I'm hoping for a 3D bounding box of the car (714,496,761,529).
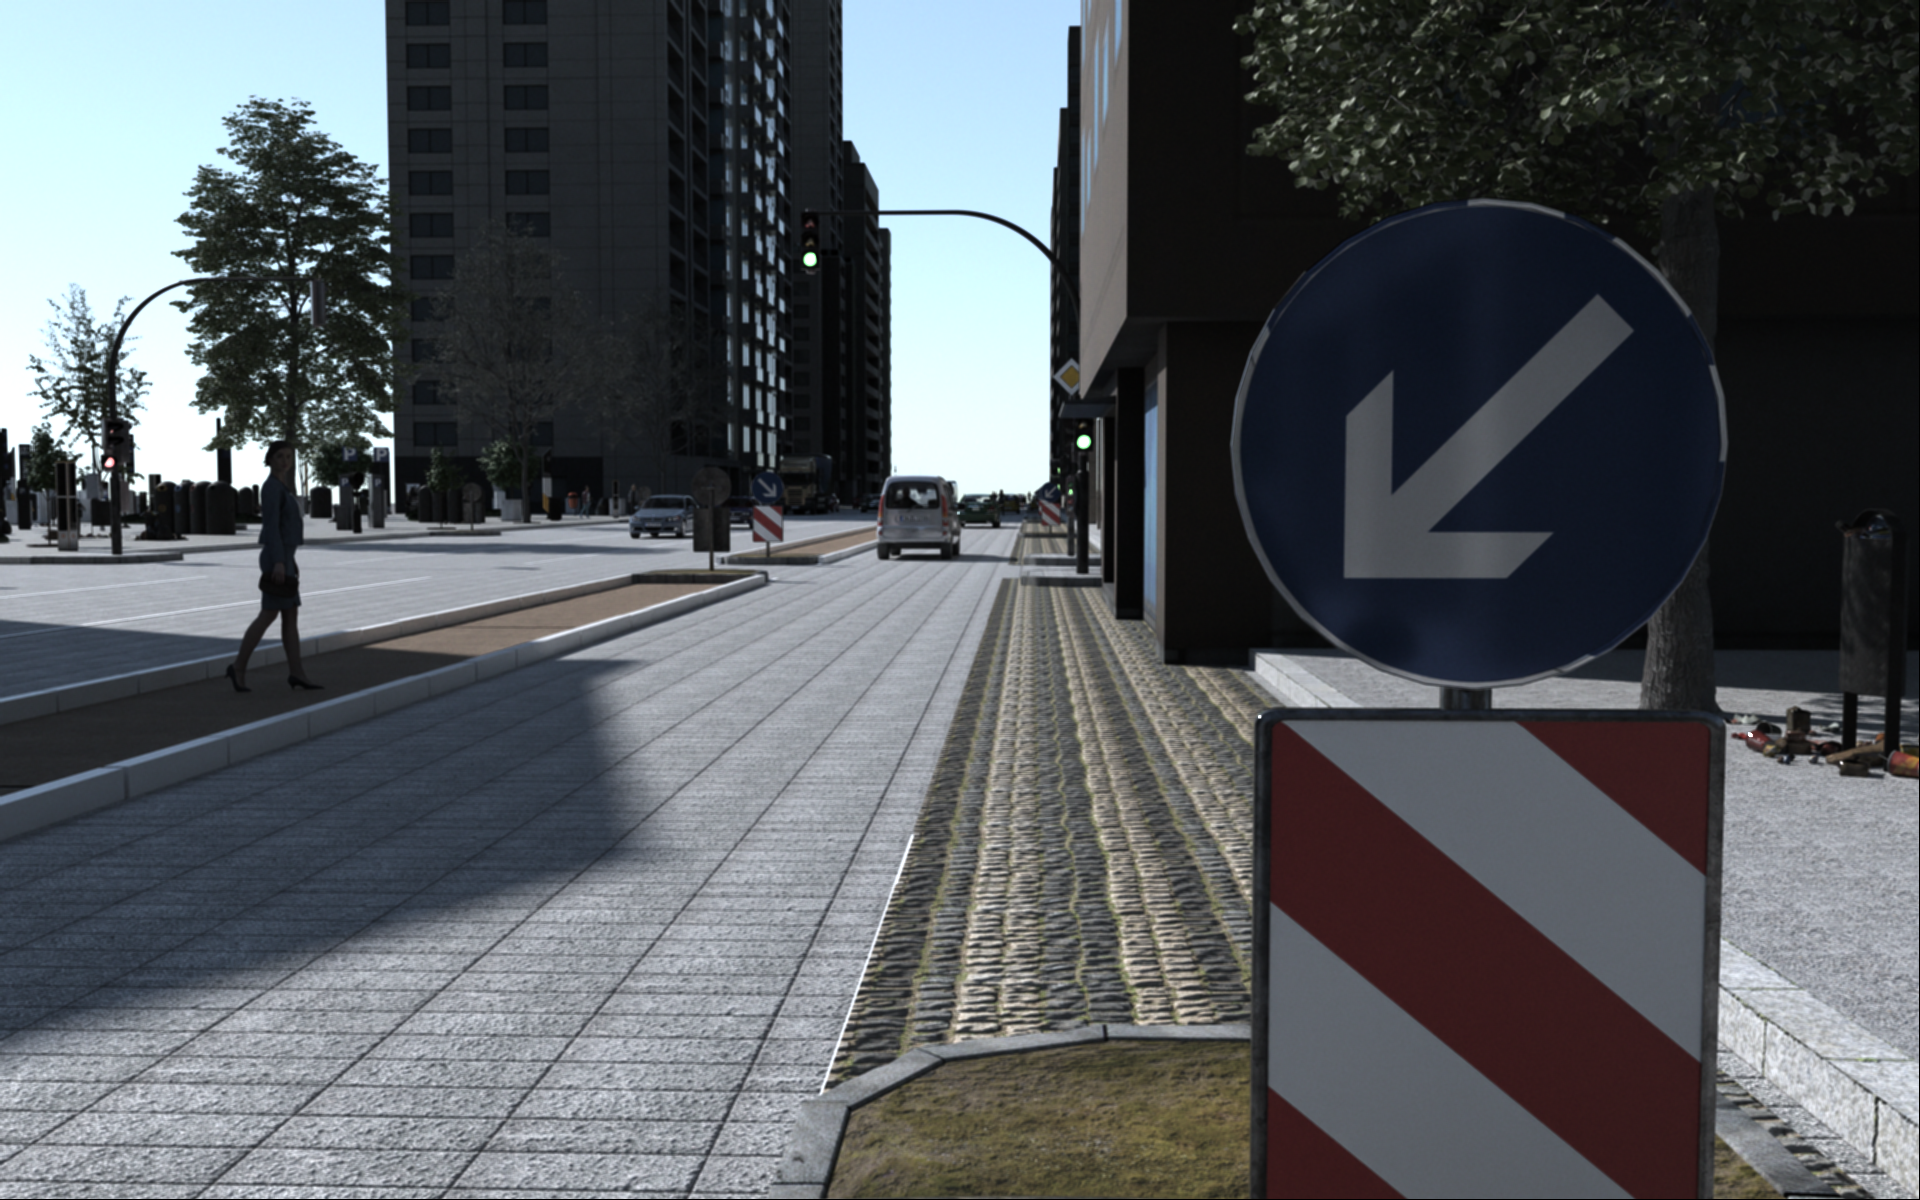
[{"bbox_3d":[-9.207,-3.653,72.299,1.945,1.354,3.894,0,4,1],"label":"car"}]

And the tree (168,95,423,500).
[{"bbox_3d":[-19.229,-8.078,50.207,7.486,12.596,7.792,0,3,0],"label":"tree"}]

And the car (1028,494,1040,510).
[{"bbox_3d":[6.701,-8.183,144.009,2.015,1.641,3.980,0,4,2],"label":"car"}]

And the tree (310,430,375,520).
[{"bbox_3d":[-30.340,-6.203,85.128,4.285,4.588,4.351,0,3,0],"label":"tree"}]

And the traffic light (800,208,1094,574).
[{"bbox_3d":[-0.146,-3.247,27.750,4.771,5.953,1.251,0,4,2],"label":"traffic light"}]

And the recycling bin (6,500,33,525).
[{"bbox_3d":[-39.030,-3.626,71.845,0.722,1.027,0.722,2,4,26],"label":"recycling bin"}]

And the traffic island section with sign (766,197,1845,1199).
[{"bbox_3d":[0.627,0.336,3.129,1.989,1.847,2.006,0,4,2],"label":"traffic island section with sign"}]

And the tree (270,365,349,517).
[{"bbox_3d":[-37.106,-9.039,98.146,4.737,8.622,4.395,0,3,0],"label":"tree"}]

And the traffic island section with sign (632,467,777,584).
[{"bbox_3d":[-4.195,-1.240,28.413,2.006,1.907,1.989,0,4,2],"label":"traffic island section with sign"}]

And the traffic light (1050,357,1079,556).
[{"bbox_3d":[2.282,-2.866,35.782,0.839,4.253,0.868,0,4,2],"label":"traffic light"}]

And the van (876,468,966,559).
[{"bbox_3d":[-0.905,-1.978,39.356,2.013,2.044,4.112,0,4,4],"label":"van"}]

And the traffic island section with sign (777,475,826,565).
[{"bbox_3d":[-3.876,-1.693,35.813,2.006,1.907,1.989,0,4,2],"label":"traffic island section with sign"}]

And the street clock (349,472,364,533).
[{"bbox_3d":[-19.723,-3.185,56.646,0.358,2.002,0.471,2,4,25],"label":"street clock"}]

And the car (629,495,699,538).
[{"bbox_3d":[-9.713,-2.789,57.599,2.014,1.417,4.499,0,4,3],"label":"car"}]

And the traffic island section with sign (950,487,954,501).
[{"bbox_3d":[-0.746,-6.284,110.887,2.006,1.907,1.989,0,4,2],"label":"traffic island section with sign"}]

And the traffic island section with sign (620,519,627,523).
[{"bbox_3d":[-15.820,-4.766,86.559,1.989,1.847,2.006,0,4,2],"label":"traffic island section with sign"}]

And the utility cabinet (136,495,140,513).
[{"bbox_3d":[-51.831,-5.970,108.771,0.306,1.237,1.020,3,5,41],"label":"utility cabinet"}]

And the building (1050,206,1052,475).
[{"bbox_3d":[20.565,-37.397,261.546,14.600,45.320,14.200,0,4,2],"label":"building"}]

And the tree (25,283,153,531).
[{"bbox_3d":[-29.956,-6.710,60.076,4.737,8.622,4.395,0,3,0],"label":"tree"}]

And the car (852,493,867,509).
[{"bbox_3d":[-9.141,-9.514,164.595,2.155,1.783,4.494,0,4,3],"label":"car"}]

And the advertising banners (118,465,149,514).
[{"bbox_3d":[-45.854,-6.099,95.911,2.074,3.025,0.090,1,4,16],"label":"advertising banners"}]

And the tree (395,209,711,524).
[{"bbox_3d":[-19.111,-10.094,75.403,12.009,13.543,11.850,0,3,0],"label":"tree"}]

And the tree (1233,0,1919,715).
[{"bbox_3d":[4.331,-5.581,9.378,7.486,12.596,7.792,0,3,0],"label":"tree"}]

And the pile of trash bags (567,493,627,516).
[{"bbox_3d":[-21.675,-5.697,102.899,3.447,1.369,1.912,-3,4,-38],"label":"pile of trash bags"}]

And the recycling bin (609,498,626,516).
[{"bbox_3d":[-19.742,-5.337,99.819,0.722,1.027,0.722,1,4,11],"label":"recycling bin"}]

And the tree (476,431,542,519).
[{"bbox_3d":[-23.626,-6.557,90.914,4.285,4.588,4.351,0,3,0],"label":"tree"}]

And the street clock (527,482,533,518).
[{"bbox_3d":[-23.501,-5.488,94.302,0.471,2.002,0.358,1,4,18],"label":"street clock"}]

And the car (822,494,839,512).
[{"bbox_3d":[-10.683,-7.848,137.354,2.155,1.783,4.494,0,4,4],"label":"car"}]

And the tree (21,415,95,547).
[{"bbox_3d":[-22.202,-2.903,42.071,1.663,3.219,1.824,0,3,0],"label":"tree"}]

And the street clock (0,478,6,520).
[{"bbox_3d":[-42.210,-4.382,76.208,0.358,2.002,0.471,1,4,16],"label":"street clock"}]

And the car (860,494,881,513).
[{"bbox_3d":[-6.749,-7.579,135.707,2.131,1.459,4.920,0,4,1],"label":"car"}]

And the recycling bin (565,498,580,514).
[{"bbox_3d":[-24.864,-6.036,111.236,0.722,1.027,0.722,1,4,14],"label":"recycling bin"}]

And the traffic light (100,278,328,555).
[{"bbox_3d":[-15.769,-3.785,36.554,4.771,5.953,1.251,0,4,2],"label":"traffic light"}]

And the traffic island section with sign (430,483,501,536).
[{"bbox_3d":[-16.939,-3.119,59.627,1.989,1.847,2.006,0,4,2],"label":"traffic island section with sign"}]

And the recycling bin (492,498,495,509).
[{"bbox_3d":[-29.253,-5.959,109.976,0.722,1.027,0.722,-2,4,-27],"label":"recycling bin"}]

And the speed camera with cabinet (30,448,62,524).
[{"bbox_3d":[-39.486,-4.922,74.816,2.038,3.252,0.660,1,4,17],"label":"speed camera with cabinet"}]

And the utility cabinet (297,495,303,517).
[{"bbox_3d":[-29.949,-4.055,77.461,0.306,1.237,1.020,3,4,36],"label":"utility cabinet"}]

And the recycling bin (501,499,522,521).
[{"bbox_3d":[-21.138,-4.226,81.649,0.722,1.027,0.722,1,4,21],"label":"recycling bin"}]

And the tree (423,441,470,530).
[{"bbox_3d":[-18.886,-4.176,62.881,1.663,3.219,1.824,0,3,0],"label":"tree"}]

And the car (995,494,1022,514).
[{"bbox_3d":[3.499,-7.060,125.653,2.015,1.641,3.980,0,4,3],"label":"car"}]

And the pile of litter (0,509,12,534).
[{"bbox_3d":[-30.821,-2.505,54.919,1.176,0.858,1.719,1,4,12],"label":"pile of litter"}]

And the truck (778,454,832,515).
[{"bbox_3d":[-10.908,-8.145,122.078,2.839,4.237,11.283,0,4,3],"label":"truck"}]

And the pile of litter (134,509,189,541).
[{"bbox_3d":[-22.370,-2.096,48.230,1.719,0.858,1.176,1,4,22],"label":"pile of litter"}]

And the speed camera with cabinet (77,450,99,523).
[{"bbox_3d":[-39.364,-5.112,77.918,0.660,3.252,2.038,-3,5,-44],"label":"speed camera with cabinet"}]

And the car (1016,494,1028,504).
[{"bbox_3d":[8.576,-14.362,245.038,2.015,1.641,3.980,0,4,3],"label":"car"}]

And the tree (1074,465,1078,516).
[{"bbox_3d":[7.090,-6.406,99.333,1.663,3.219,1.824,0,3,0],"label":"tree"}]

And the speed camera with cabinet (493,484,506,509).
[{"bbox_3d":[-28.690,-6.945,107.879,0.660,3.252,2.038,-1,4,-20],"label":"speed camera with cabinet"}]

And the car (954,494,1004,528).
[{"bbox_3d":[0.784,-3.824,74.315,2.131,1.459,4.920,0,4,3],"label":"car"}]

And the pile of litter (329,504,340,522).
[{"bbox_3d":[-28.157,-3.978,79.013,1.176,0.858,1.719,-2,4,-32],"label":"pile of litter"}]

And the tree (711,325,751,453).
[{"bbox_3d":[-17.460,-11.677,101.283,12.009,13.543,11.850,0,3,0],"label":"tree"}]

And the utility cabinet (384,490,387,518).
[{"bbox_3d":[-30.473,-5.038,91.045,0.318,1.500,1.173,0,4,0],"label":"utility cabinet"}]

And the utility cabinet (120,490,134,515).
[{"bbox_3d":[-42.385,-4.849,87.961,1.173,1.500,0.318,3,4,36],"label":"utility cabinet"}]
